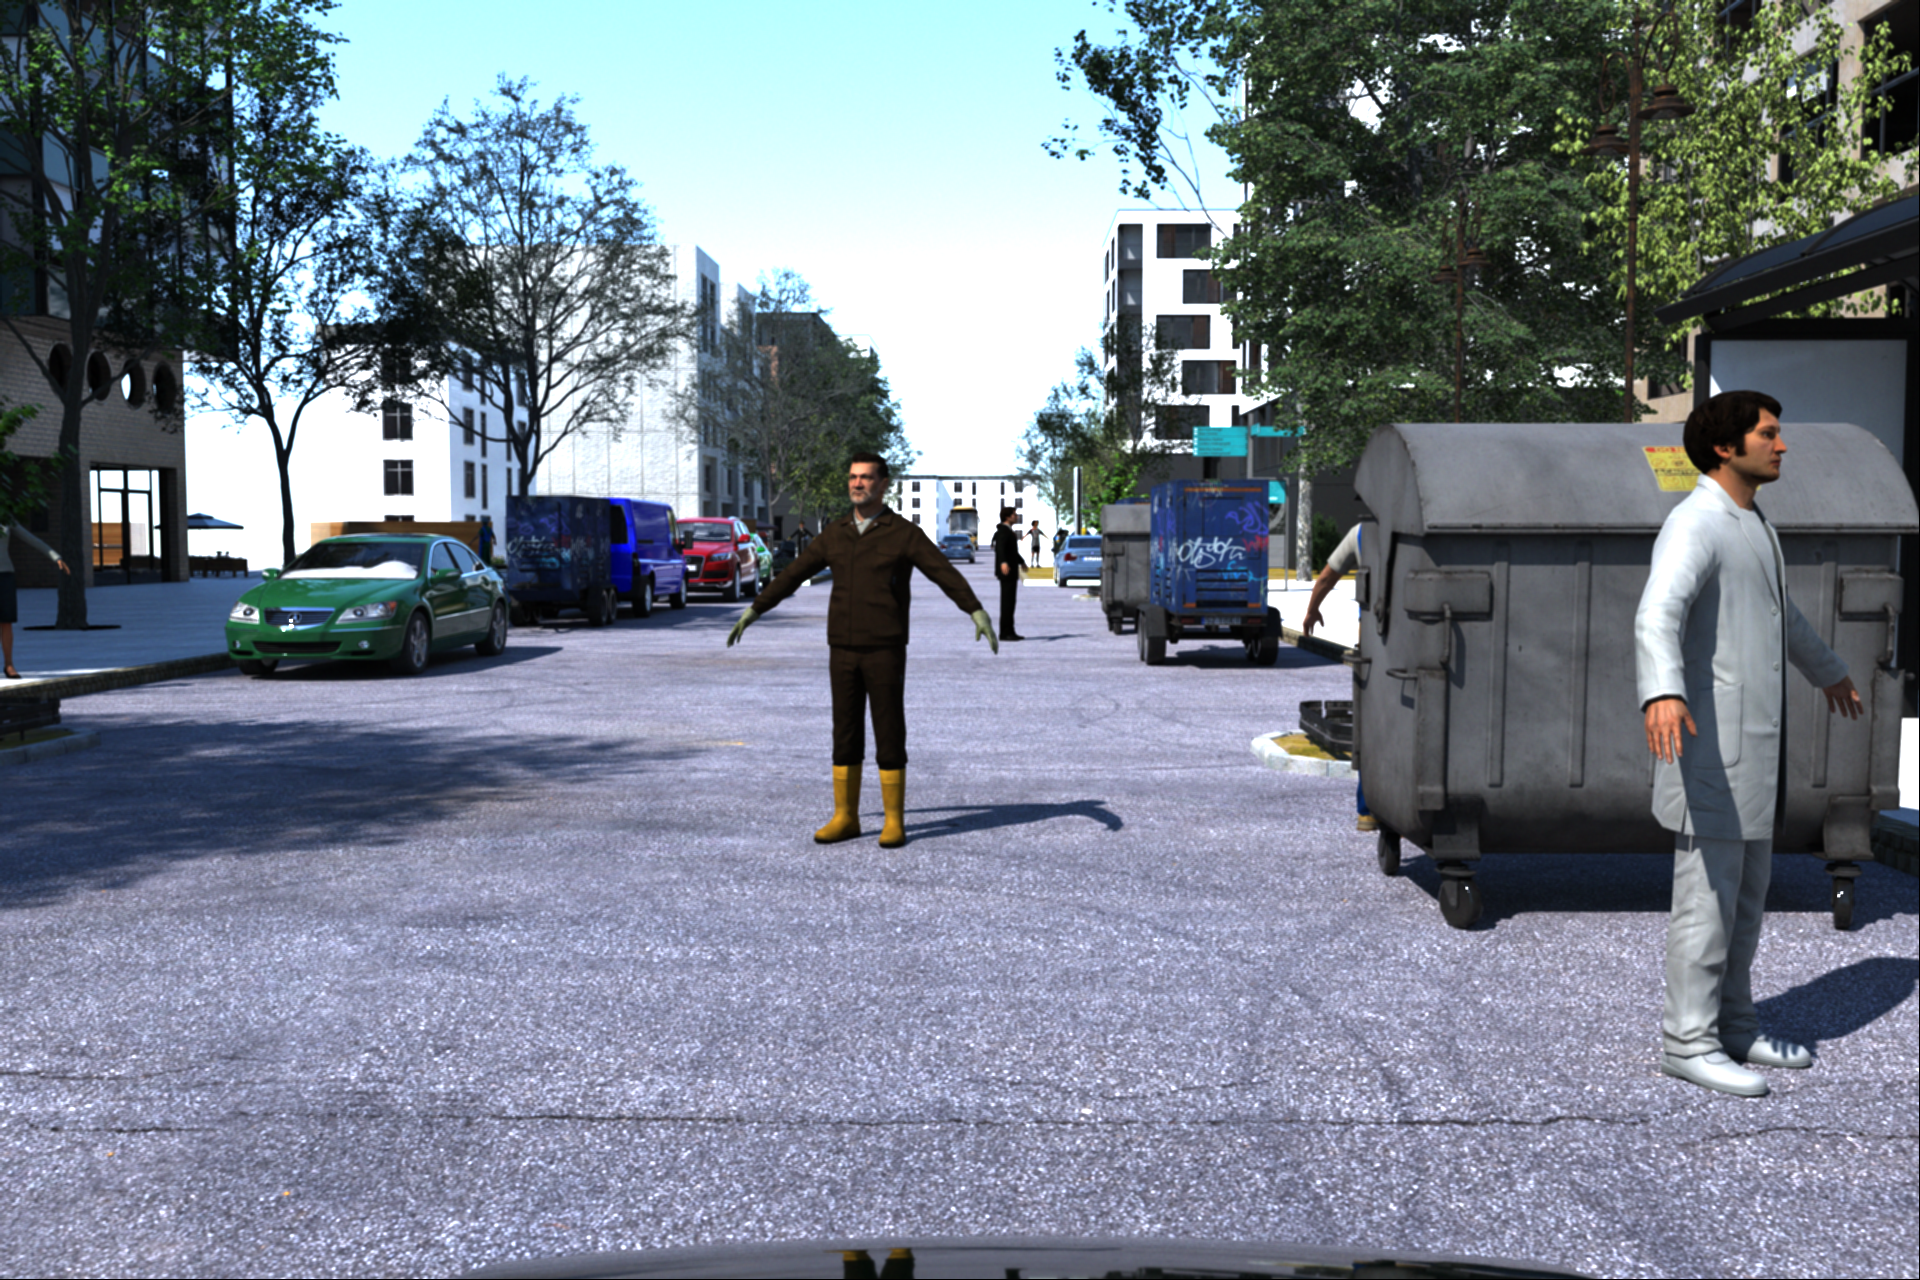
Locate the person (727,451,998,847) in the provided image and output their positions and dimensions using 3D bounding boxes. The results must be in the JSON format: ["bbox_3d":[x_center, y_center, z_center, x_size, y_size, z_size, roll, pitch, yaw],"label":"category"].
[{"bbox_3d":[-0.436,0.035,8.027,1.346,1.812,0.704,1,4,20],"label":"person"}]

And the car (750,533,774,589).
[{"bbox_3d":[-5.848,-2.158,44.083,1.959,1.807,4.718,0,4,1],"label":"car"}]

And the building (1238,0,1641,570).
[{"bbox_3d":[26.007,-14.217,76.427,27.936,21.610,32.646,0,4,1],"label":"building"}]

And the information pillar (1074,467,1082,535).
[{"bbox_3d":[4.151,-4.264,61.035,0.184,3.620,1.656,0,3,0],"label":"information pillar"}]

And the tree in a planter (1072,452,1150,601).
[{"bbox_3d":[3.464,-2.472,37.643,1.991,3.239,1.994,0,4,0],"label":"tree in a planter"}]

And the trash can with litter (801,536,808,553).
[{"bbox_3d":[-5.926,-3.465,67.708,1.678,1.210,2.233,0,4,1],"label":"trash can with litter"}]

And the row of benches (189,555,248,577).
[{"bbox_3d":[-23.413,-2.238,52.062,4.104,0.672,1.422,1,4,13],"label":"row of benches"}]

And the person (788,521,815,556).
[{"bbox_3d":[-6.794,-4.194,74.499,1.347,1.837,0.705,0,4,6],"label":"person"}]

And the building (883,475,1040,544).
[{"bbox_3d":[-2.863,-18.323,244.185,28.070,9.664,9.099,0,4,7],"label":"building"}]

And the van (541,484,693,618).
[{"bbox_3d":[-6.231,-1.651,31.374,2.240,2.365,5.245,0,4,2],"label":"van"}]

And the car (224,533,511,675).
[{"bbox_3d":[-6.371,-0.447,19.111,2.131,1.459,4.920,0,4,1],"label":"car"}]

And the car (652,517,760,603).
[{"bbox_3d":[-5.626,-1.788,37.915,2.281,1.827,5.304,0,4,1],"label":"car"}]

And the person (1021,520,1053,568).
[{"bbox_3d":[2.872,-3.640,65.660,1.345,1.843,0.704,-2,4,-24],"label":"person"}]

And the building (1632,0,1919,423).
[{"bbox_3d":[27.408,-13.817,29.106,19.350,26.588,34.151,0,4,1],"label":"building"}]

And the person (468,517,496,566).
[{"bbox_3d":[-15.350,-3.044,55.902,0.704,1.817,1.347,1,4,22],"label":"person"}]

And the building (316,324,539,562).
[{"bbox_3d":[-24.815,-8.644,83.484,9.099,9.664,28.070,0,4,1],"label":"building"}]

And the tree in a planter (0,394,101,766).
[{"bbox_3d":[-6.823,-0.853,11.172,1.991,3.239,1.994,0,4,1],"label":"tree in a planter"}]

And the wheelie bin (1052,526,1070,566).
[{"bbox_3d":[3.936,-3.643,67.473,0.693,1.594,0.980,0,4,0],"label":"wheelie bin"}]

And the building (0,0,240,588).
[{"bbox_3d":[-30.526,-13.470,26.812,21.656,26.213,47.522,0,4,0],"label":"building"}]

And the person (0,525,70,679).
[{"bbox_3d":[-8.485,-0.513,15.212,1.217,1.735,0.721,-3,5,-42],"label":"person"}]

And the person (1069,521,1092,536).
[{"bbox_3d":[4.892,-3.928,70.196,1.349,1.833,0.705,0,4,-8],"label":"person"}]

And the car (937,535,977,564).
[{"bbox_3d":[-0.152,-4.494,85.479,2.014,1.417,4.499,0,4,1],"label":"car"}]

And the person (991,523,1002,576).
[{"bbox_3d":[1.352,-3.046,58.449,0.705,1.806,1.347,-2,4,-29],"label":"person"}]

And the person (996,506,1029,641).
[{"bbox_3d":[0.681,-0.899,23.335,0.705,1.806,1.347,1,4,14],"label":"person"}]

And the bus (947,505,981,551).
[{"bbox_3d":[0.412,-9.854,152.659,2.896,3.916,12.252,0,4,1],"label":"bus"}]

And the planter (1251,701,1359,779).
[{"bbox_3d":[2.898,0.619,11.011,1.991,0.319,1.994,0,4,2],"label":"planter"}]

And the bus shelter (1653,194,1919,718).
[{"bbox_3d":[5.837,-0.956,9.551,2.014,3.302,5.546,0,4,2],"label":"bus shelter"}]

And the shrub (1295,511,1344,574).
[{"bbox_3d":[11.505,-3.119,55.408,1.690,2.028,1.600,0,3,0],"label":"shrub"}]

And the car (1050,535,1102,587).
[{"bbox_3d":[3.534,-2.201,47.997,2.014,1.417,4.499,0,4,1],"label":"car"}]

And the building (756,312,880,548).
[{"bbox_3d":[-23.272,-20.309,176.034,27.936,21.610,32.646,0,4,2],"label":"building"}]

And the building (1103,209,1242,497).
[{"bbox_3d":[24.122,-17.209,125.339,27.936,21.610,32.646,0,4,1],"label":"building"}]

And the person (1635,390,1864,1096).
[{"bbox_3d":[2.056,0.248,4.581,0.705,1.806,1.347,3,5,44],"label":"person"}]

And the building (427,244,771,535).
[{"bbox_3d":[-23.900,-15.620,121.850,16.747,18.905,31.486,0,4,2],"label":"building"}]

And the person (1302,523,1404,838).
[{"bbox_3d":[2.107,0.001,8.300,0.705,1.847,1.347,-3,4,-36],"label":"person"}]
